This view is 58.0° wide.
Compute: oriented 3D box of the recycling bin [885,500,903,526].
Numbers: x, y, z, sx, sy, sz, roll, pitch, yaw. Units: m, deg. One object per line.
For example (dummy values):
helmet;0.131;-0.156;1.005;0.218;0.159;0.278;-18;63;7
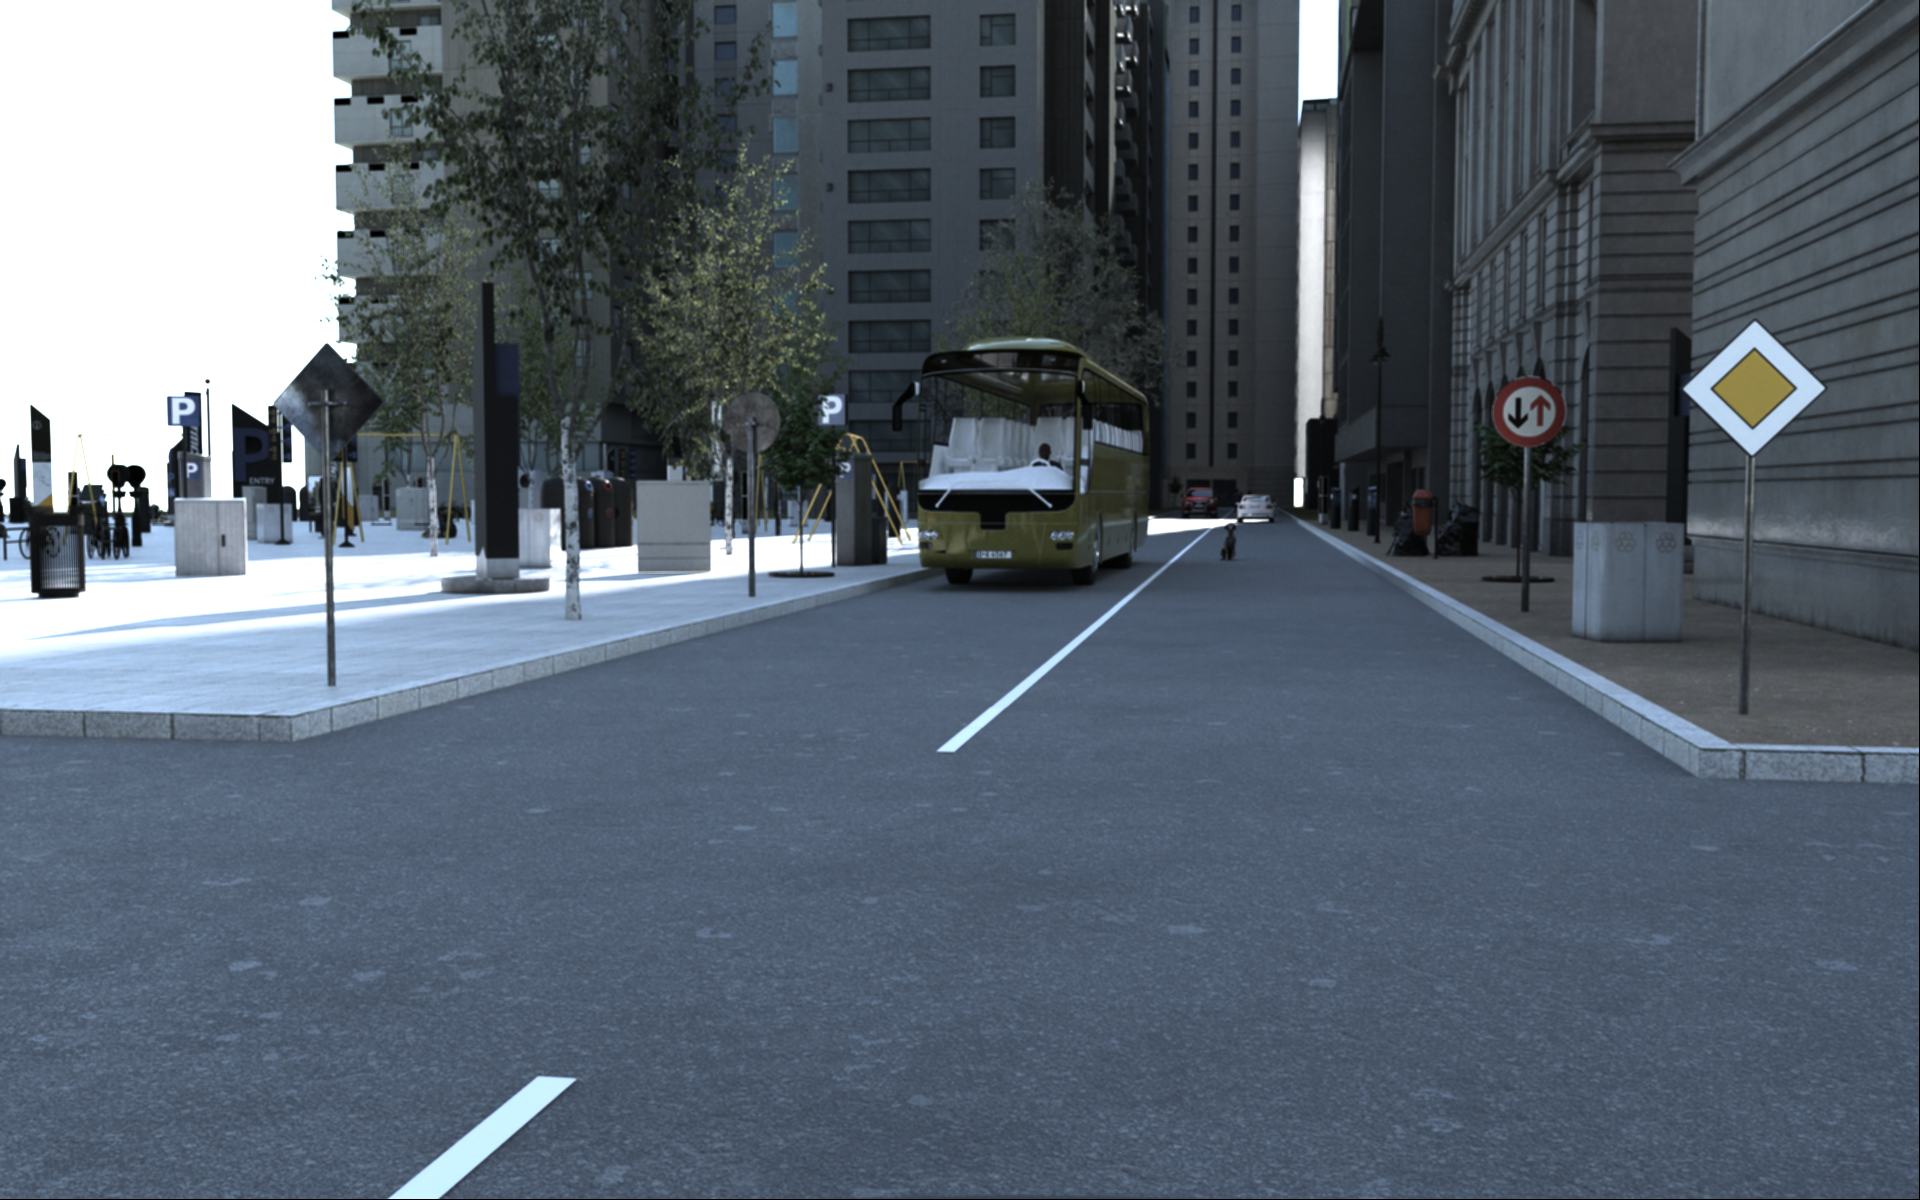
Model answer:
recycling bin;-2.723;-3.572;70.962;0.722;1.027;0.722;0;4;3

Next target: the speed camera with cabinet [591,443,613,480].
speed camera with cabinet;-14.563;-4.503;67.952;2.038;3.252;0.660;2;4;30

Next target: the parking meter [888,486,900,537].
parking meter;-1.963;-2.641;51.586;0.372;1.533;0.369;0;3;0

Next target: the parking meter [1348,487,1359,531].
parking meter;13.650;-3.159;60.065;0.372;1.533;0.369;0;3;0

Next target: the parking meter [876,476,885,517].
parking meter;-2.635;-3.165;57.464;0.255;1.863;0.399;0;4;-5

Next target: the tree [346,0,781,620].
tree;-3.897;-4.091;17.256;4.360;8.622;3.978;0;3;0

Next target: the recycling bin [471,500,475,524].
recycling bin;-20.469;-3.763;74.072;0.722;1.027;0.722;-2;4;-30

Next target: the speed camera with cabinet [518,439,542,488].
speed camera with cabinet;-16.000;-4.137;61.977;2.038;3.252;0.660;1;4;14

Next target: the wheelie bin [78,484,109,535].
wheelie bin;-27.475;-2.875;54.910;0.980;1.594;0.693;0;4;4

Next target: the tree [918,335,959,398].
tree;0.029;-7.802;77.929;4.360;8.622;3.978;0;3;0

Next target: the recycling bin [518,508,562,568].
recycling bin;-7.412;-1.082;30.244;0.722;1.027;0.722;0;4;4

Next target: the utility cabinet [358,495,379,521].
utility cabinet;-27.944;-4.314;81.703;0.306;1.237;1.020;3;4;38

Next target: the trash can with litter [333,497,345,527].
trash can with litter;-24.147;-3.441;67.651;0.624;1.170;1.055;-1;4;-11

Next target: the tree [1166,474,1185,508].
tree;20.180;-10.270;162.517;1.663;3.219;1.824;0;3;0

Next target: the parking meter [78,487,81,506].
parking meter;-32.973;-3.435;64.575;0.372;1.533;0.369;0;3;0

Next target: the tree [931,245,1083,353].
tree;1.596;-6.157;51.034;4.737;8.622;4.395;0;3;0

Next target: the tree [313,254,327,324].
tree;-10.834;-5.187;35.175;4.360;8.622;3.978;0;3;0

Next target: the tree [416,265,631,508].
tree;-13.630;-6.347;54.133;4.737;8.622;4.395;0;3;0

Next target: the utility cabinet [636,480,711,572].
utility cabinet;-4.649;-1.190;28.138;1.173;1.500;0.318;-1;4;-12

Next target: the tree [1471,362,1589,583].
tree;8.376;-1.889;25.481;1.663;3.219;1.824;0;3;0

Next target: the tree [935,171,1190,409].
tree;3.576;-9.577;66.952;12.009;13.543;11.850;0;3;0

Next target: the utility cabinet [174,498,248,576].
utility cabinet;-11.779;-0.983;27.239;1.020;1.237;0.306;-1;4;-17

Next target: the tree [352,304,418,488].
tree;-21.031;-7.019;65.116;4.737;8.622;4.395;0;3;0

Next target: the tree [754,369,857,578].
tree;-2.424;-1.971;26.832;1.663;3.219;1.824;0;3;0

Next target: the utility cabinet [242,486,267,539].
utility cabinet;-19.803;-2.447;48.684;0.318;1.500;1.173;0;4;-4

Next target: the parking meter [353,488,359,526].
parking meter;-24.528;-3.771;70.064;0.372;1.533;0.369;0;3;0

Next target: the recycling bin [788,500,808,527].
recycling bin;-6.416;-3.422;68.500;0.722;1.027;0.722;-1;4;-14

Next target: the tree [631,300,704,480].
tree;-10.666;-7.034;65.374;4.737;8.622;4.395;0;3;0

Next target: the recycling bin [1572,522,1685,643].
recycling bin;5.886;-0.167;15.284;0.722;1.027;0.722;0;4;-1

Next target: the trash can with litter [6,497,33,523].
trash can with litter;-42.218;-4.058;77.737;1.055;1.170;0.624;-3;5;-42

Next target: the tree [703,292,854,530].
tree;-5.961;-6.819;61.858;4.737;8.622;4.395;0;3;0

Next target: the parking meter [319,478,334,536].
parking meter;-19.321;-2.880;52.798;0.399;1.863;0.255;-1;4;-18

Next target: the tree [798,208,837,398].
tree;-4.769;-5.257;36.315;4.360;8.622;3.978;0;3;0

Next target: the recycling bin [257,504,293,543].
recycling bin;-17.979;-2.011;45.435;0.722;1.027;0.722;-3;4;-37

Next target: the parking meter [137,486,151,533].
parking meter;-27.241;-3.021;57.804;0.372;1.533;0.369;0;3;0

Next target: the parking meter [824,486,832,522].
parking meter;-6.126;-4.591;80.780;0.399;1.863;0.255;-2;4;-24

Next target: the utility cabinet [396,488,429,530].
utility cabinet;-19.249;-3.190;60.842;1.173;1.500;0.318;1;4;22

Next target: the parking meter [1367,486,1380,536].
parking meter;12.750;-2.753;53.422;0.372;1.533;0.369;0;3;0

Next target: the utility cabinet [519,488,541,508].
utility cabinet;-14.749;-3.104;59.433;0.318;1.500;1.173;3;4;37

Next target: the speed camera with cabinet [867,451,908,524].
speed camera with cabinet;-3.299;-4.938;75.066;2.038;3.252;0.660;0;4;-4

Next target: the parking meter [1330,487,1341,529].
parking meter;13.952;-3.419;64.316;0.372;1.533;0.369;0;3;0
